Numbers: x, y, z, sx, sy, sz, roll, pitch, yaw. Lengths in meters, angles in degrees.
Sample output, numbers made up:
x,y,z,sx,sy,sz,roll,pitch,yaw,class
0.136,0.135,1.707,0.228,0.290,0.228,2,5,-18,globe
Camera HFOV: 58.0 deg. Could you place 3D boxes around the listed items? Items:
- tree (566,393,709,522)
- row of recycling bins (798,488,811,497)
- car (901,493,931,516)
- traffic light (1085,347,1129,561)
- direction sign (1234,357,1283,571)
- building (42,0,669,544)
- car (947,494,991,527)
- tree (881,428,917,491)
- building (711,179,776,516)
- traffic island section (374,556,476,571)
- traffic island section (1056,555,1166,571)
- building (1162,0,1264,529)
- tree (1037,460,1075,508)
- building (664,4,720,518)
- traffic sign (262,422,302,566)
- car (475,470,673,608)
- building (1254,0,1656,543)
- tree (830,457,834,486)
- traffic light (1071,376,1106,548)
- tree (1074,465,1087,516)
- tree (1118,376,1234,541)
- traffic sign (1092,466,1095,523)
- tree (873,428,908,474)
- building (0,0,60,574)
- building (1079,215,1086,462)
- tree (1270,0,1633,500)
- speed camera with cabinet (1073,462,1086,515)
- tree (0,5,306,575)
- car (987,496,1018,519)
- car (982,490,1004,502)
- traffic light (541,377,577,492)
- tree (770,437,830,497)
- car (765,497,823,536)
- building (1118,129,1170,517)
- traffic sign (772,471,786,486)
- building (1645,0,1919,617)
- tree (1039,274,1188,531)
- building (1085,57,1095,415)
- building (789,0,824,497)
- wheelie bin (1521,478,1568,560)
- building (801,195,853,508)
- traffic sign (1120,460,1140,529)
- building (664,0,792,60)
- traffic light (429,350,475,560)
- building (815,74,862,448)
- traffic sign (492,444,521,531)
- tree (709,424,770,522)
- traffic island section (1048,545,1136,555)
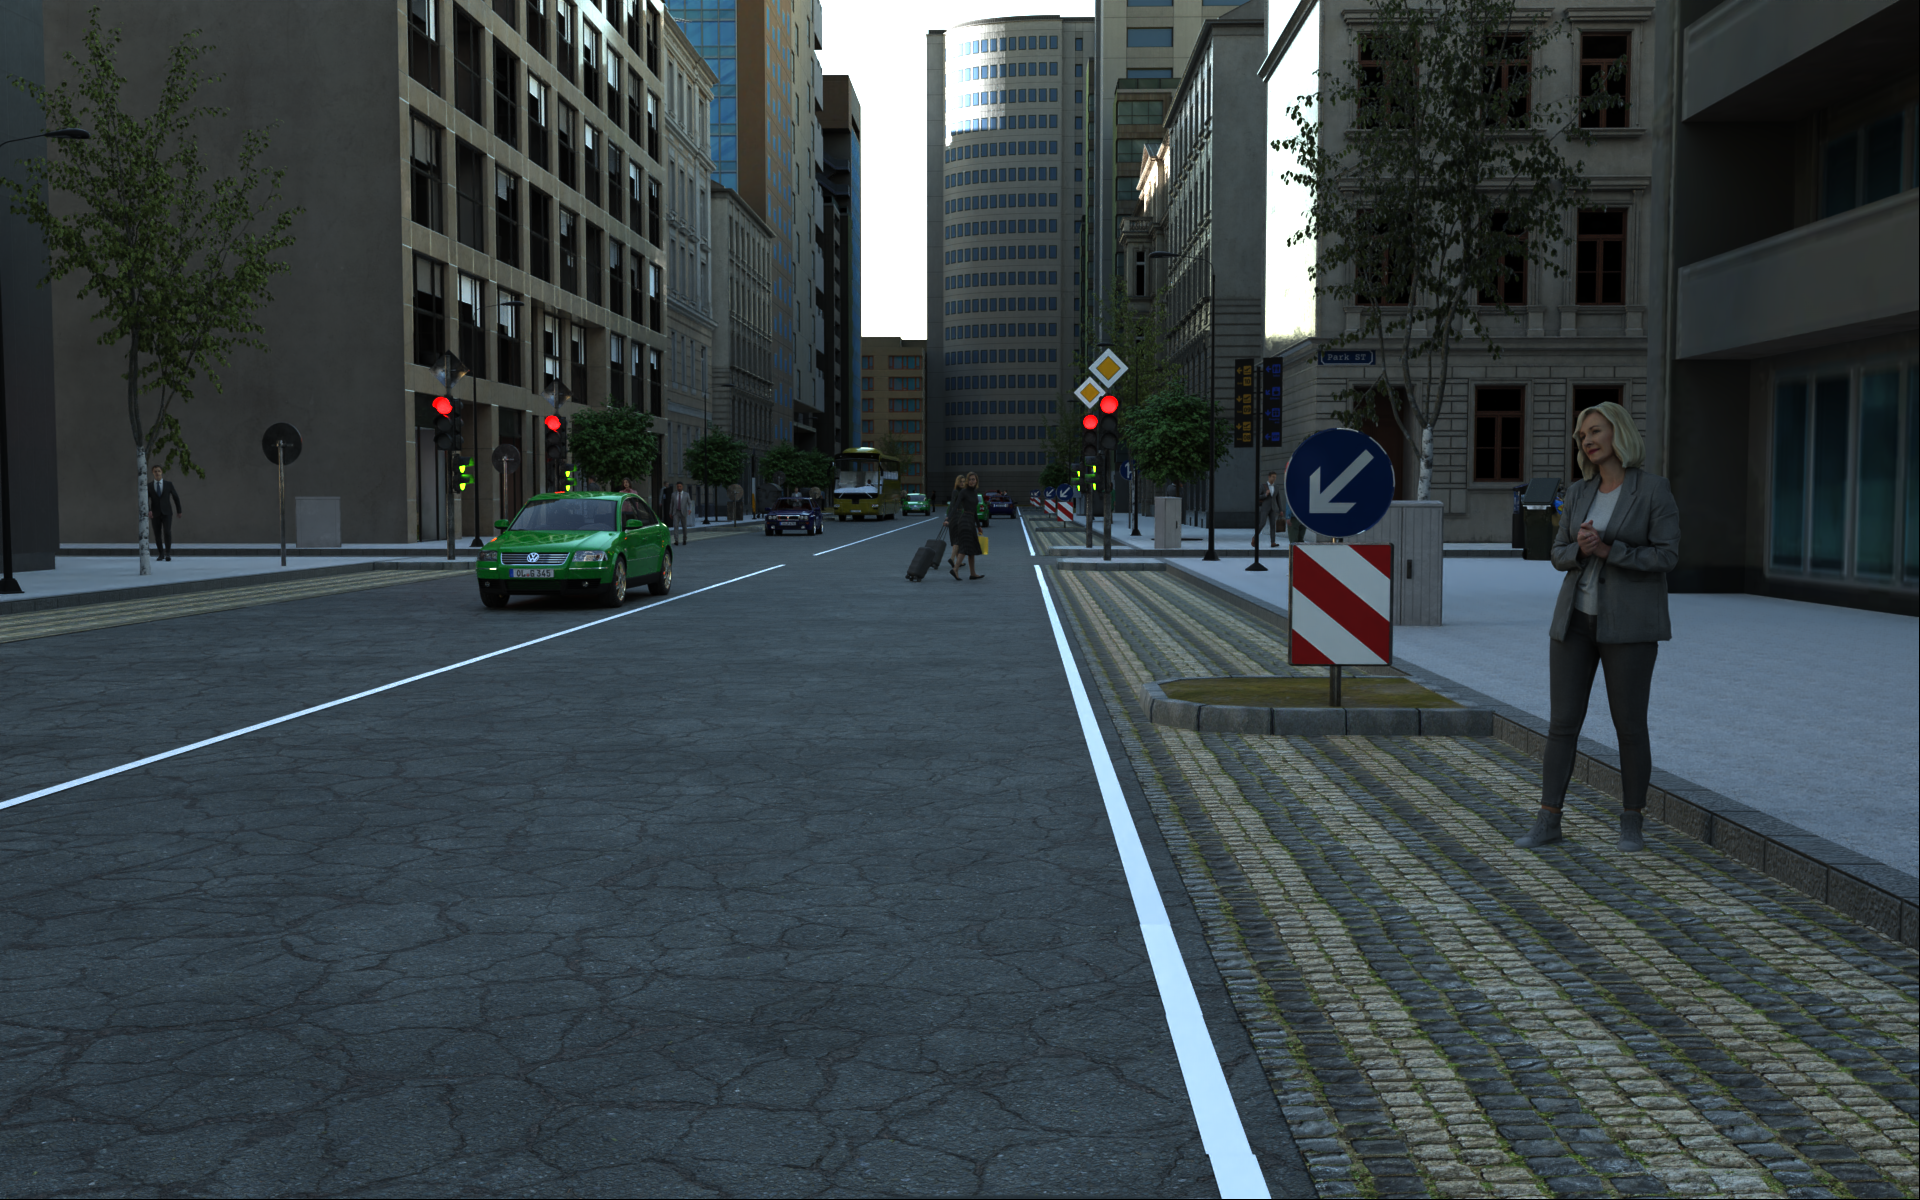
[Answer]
x,y,z,sx,sy,sz,roll,pitch,yaw,class
-11.252,-4.442,56.338,4.285,4.588,4.351,0,3,0,tree
-9.831,-6.349,110.923,1.069,1.692,3.534,0,4,4,row of recycling bins
-2.890,-6.476,114.675,1.959,1.807,4.718,0,4,0,car
2.829,-2.718,33.359,0.839,4.253,0.868,0,4,2,traffic light
4.969,-2.258,28.911,0.876,3.537,0.379,3,4,38,direction sign
-23.341,-15.699,61.200,19.350,26.468,34.151,0,4,2,building
0.372,-4.117,76.114,1.959,1.807,4.718,0,4,2,car
-6.978,-14.622,189.439,4.737,8.622,4.395,0,3,0,tree
-17.463,-15.798,107.448,9.793,20.994,18.267,0,4,2,building
-9.967,-0.709,33.869,2.009,0.180,2.903,0,4,2,traffic island section
2.868,-0.684,33.472,2.009,0.180,2.903,0,4,2,traffic island section
14.084,-13.653,72.371,9.793,20.994,18.267,0,4,2,building
8.580,-10.471,154.919,4.285,4.588,4.351,0,3,0,tree
-20.453,-18.485,88.138,13.634,28.700,20.117,0,4,2,building
-12.061,-1.878,30.811,0.768,2.556,0.104,1,4,9,traffic sign
-5.092,-0.886,23.283,1.959,1.807,4.718,0,4,2,car
19.227,-13.040,49.358,21.152,22.565,11.583,0,4,2,building
-9.670,-8.135,116.727,4.285,4.588,4.351,0,3,0,tree
3.073,-3.206,41.341,0.839,4.253,0.868,0,4,2,traffic light
7.557,-6.624,102.897,1.663,3.219,1.824,0,3,0,tree
5.973,-3.946,48.227,4.285,4.588,4.351,0,3,0,tree
5.873,-4.704,77.020,0.768,2.556,0.104,0,4,3,traffic sign
-7.808,-14.938,194.598,4.360,8.622,3.978,0,3,0,tree
-27.447,-14.079,23.700,24.014,27.812,14.314,0,4,2,building
19.400,-25.021,180.796,14.160,30.474,14.107,0,4,2,building
5.314,-4.228,19.493,4.360,8.622,3.978,0,3,0,tree
7.498,-6.957,108.075,0.660,3.252,2.038,1,4,15,speed camera with cabinet
-12.675,-4.702,27.241,4.737,8.622,4.395,0,3,0,tree
2.401,-5.440,101.530,1.945,1.354,3.894,0,4,3,car
3.116,-9.509,164.141,2.281,1.827,5.304,0,4,1,car
-9.682,-3.229,41.714,0.839,4.253,0.868,0,4,2,traffic light
-9.999,-7.075,99.397,4.285,4.588,4.351,0,3,0,tree
-5.820,-2.955,60.893,1.945,1.354,3.894,0,4,1,car
16.351,-17.111,98.851,14.460,24.649,34.723,0,4,2,building
-9.968,-5.827,95.381,0.768,2.556,0.104,1,4,11,traffic sign
19.466,-23.684,10.942,21.300,48.544,21.600,0,4,2,building
5.702,-6.545,57.381,4.737,8.622,4.395,0,3,0,tree
18.962,-29.492,165.794,14.154,41.232,14.086,0,4,2,building
-25.990,-34.010,145.300,28.713,52.752,27.495,0,4,2,building
11.359,-1.577,33.699,0.693,1.594,0.980,-3,5,-42,wheelie bin
-17.924,-24.163,166.772,14.160,30.474,14.107,0,4,2,building
6.295,-3.919,64.188,0.768,2.556,0.104,0,4,4,traffic sign
-19.752,-28.969,123.751,14.600,45.320,14.200,0,4,2,building
-9.927,-2.741,33.733,0.839,4.253,0.868,0,4,2,traffic light
-18.051,-32.563,182.510,14.200,45.320,14.600,0,4,2,building
-11.514,-2.680,43.921,0.768,2.556,0.104,1,4,9,traffic sign
-11.272,-5.929,80.655,4.285,4.588,4.351,0,3,0,tree
3.113,-1.173,41.453,2.009,0.180,2.903,0,4,2,traffic island section
